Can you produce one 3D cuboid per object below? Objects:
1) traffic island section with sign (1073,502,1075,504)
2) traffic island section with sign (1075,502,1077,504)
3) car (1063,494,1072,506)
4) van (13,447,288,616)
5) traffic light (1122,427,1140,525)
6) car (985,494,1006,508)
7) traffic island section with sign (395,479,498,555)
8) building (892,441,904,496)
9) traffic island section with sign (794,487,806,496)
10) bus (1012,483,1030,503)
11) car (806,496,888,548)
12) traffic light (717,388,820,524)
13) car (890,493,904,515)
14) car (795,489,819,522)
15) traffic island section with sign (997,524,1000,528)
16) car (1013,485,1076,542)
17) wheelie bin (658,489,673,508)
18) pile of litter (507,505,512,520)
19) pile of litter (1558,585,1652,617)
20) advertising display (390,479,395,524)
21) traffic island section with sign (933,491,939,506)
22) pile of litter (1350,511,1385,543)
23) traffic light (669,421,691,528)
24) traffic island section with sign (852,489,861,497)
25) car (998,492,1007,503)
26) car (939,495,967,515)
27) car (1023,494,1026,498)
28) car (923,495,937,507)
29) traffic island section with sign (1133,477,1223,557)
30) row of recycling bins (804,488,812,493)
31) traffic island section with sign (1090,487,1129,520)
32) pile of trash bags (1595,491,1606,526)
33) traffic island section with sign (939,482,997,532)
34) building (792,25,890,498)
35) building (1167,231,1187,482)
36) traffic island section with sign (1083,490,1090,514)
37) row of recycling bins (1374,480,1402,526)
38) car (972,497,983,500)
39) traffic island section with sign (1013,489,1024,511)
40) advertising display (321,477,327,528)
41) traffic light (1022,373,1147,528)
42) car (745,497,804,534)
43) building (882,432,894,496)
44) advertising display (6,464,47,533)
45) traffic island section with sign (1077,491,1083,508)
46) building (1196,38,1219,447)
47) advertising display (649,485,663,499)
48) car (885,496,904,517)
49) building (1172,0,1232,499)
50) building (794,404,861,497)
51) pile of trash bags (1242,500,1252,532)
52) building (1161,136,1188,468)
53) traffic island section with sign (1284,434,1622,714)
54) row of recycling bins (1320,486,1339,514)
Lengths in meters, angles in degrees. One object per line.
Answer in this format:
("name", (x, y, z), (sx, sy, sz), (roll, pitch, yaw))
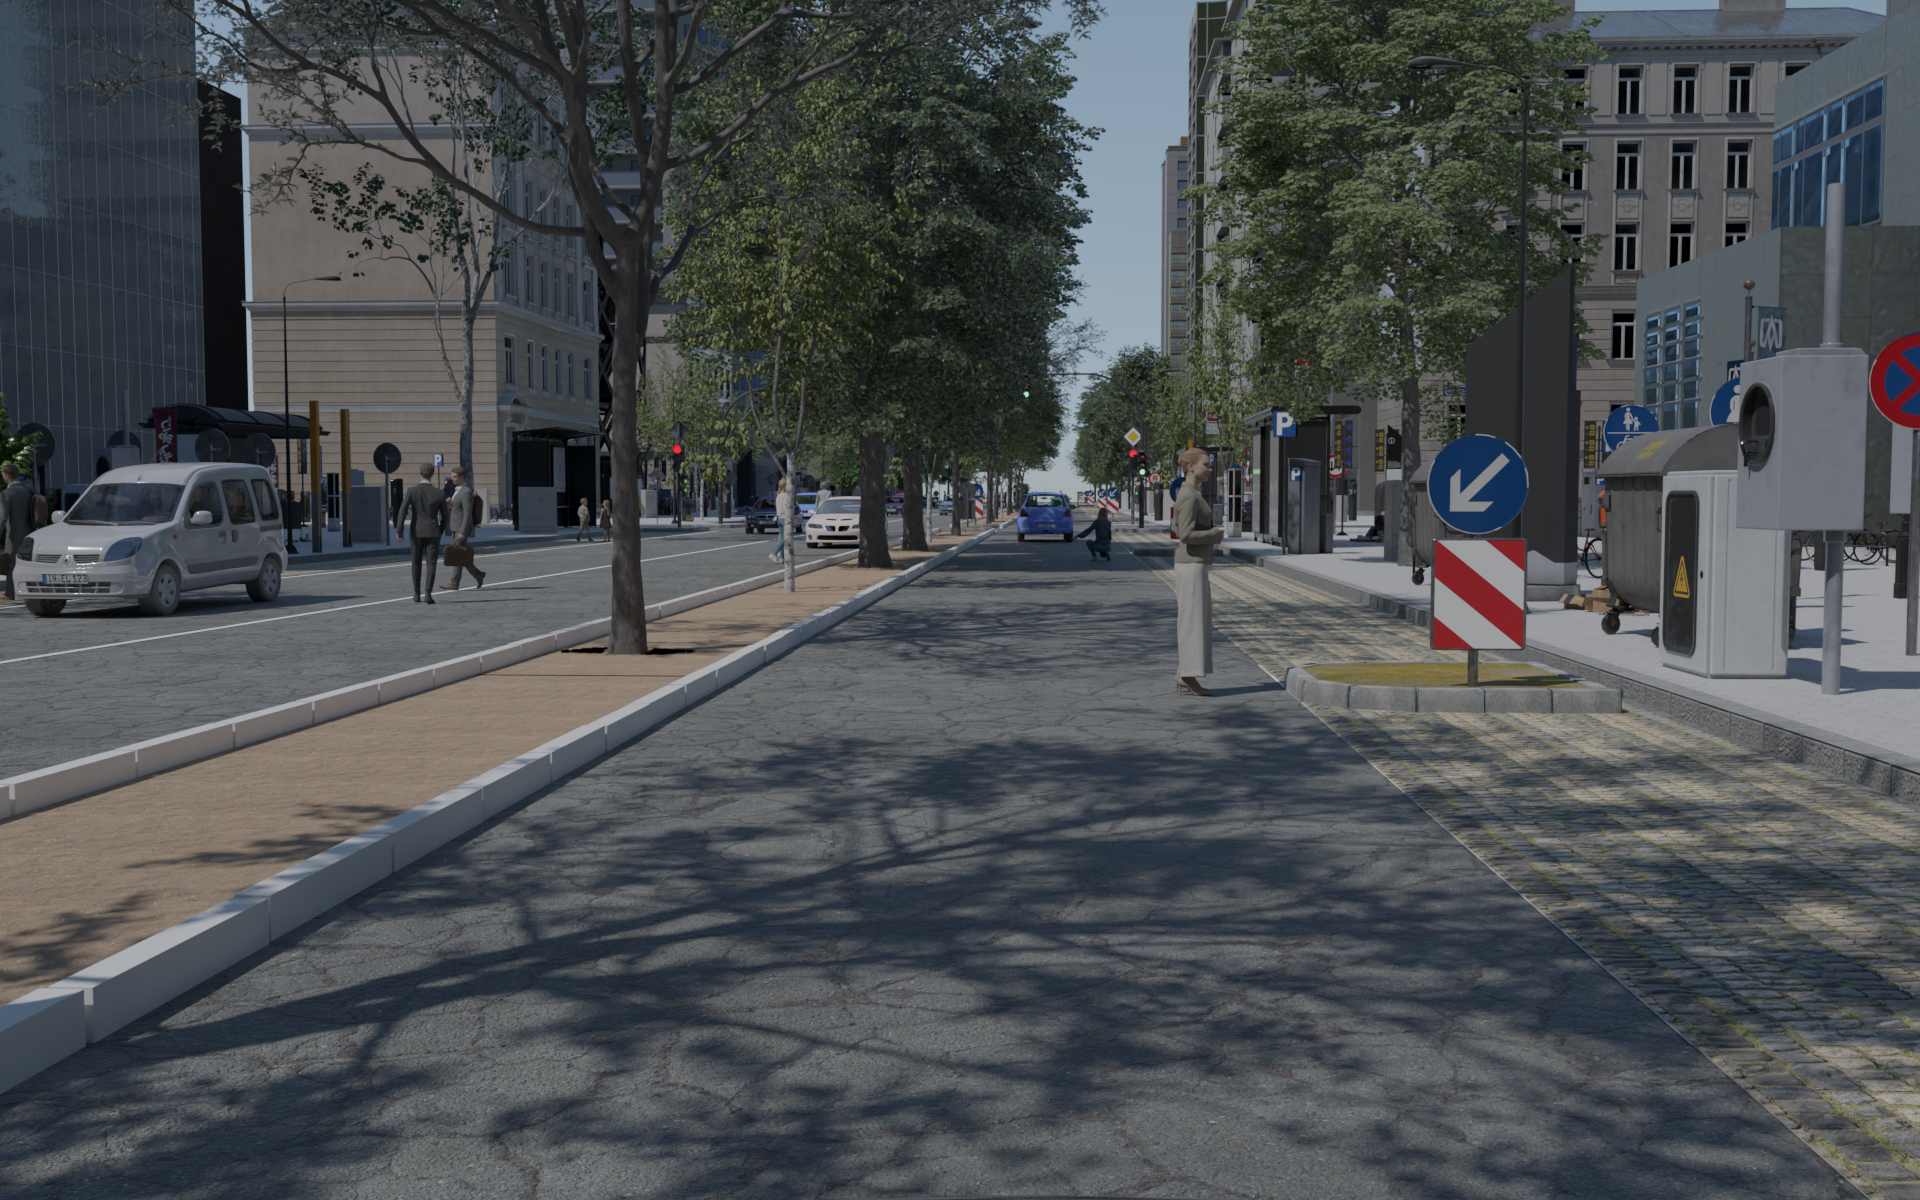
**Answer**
("traffic island section with sign", (17.769, -15.027, 254.321), (1.989, 1.847, 2.006), (0, 4, 3))
("traffic island section with sign", (14.496, -11.663, 199.319), (1.989, 1.847, 2.006), (0, 4, 3))
("car", (9.631, -9.429, 165.968), (2.131, 1.459, 4.920), (0, 4, 5))
("van", (-10.063, -0.900, 21.728), (2.013, 2.044, 4.112), (0, 4, 4))
("traffic light", (7.267, -5.139, 72.937), (0.839, 4.253, 0.868), (0, 4, 3))
("car", (3.608, -10.271, 176.974), (2.155, 1.783, 4.494), (0, 4, 1))
("traffic island section with sign", (-12.198, -2.008, 41.467), (1.989, 1.847, 2.006), (0, 4, 3))
("building", (-16.320, -37.788, 301.427), (14.154, 41.232, 14.086), (0, 4, 3))
("traffic island section with sign", (-8.936, -5.372, 96.456), (1.989, 1.847, 2.006), (0, 4, 3))
("bus", (10.489, -18.375, 295.288), (2.948, 3.499, 13.247), (0, 4, 4))
("car", (-3.044, -2.142, 47.389), (2.083, 1.381, 4.827), (0, 4, 4))
("traffic light", (-8.121, -6.067, 73.869), (4.771, 5.953, 1.251), (0, 4, 3))
("car", (-3.772, -6.707, 118.700), (2.155, 1.783, 4.494), (0, 4, 4))
("car", (-6.922, -4.278, 79.529), (1.945, 1.707, 3.694), (0, 4, 2))
("traffic island section with sign", (0.702, -3.973, 73.100), (2.006, 1.907, 1.989), (0, 4, 3))
("car", (2.578, -2.646, 52.852), (1.945, 1.707, 3.694), (0, 4, 1))
("wheelie bin", (-18.072, -6.016, 106.277), (0.980, 1.594, 0.693), (0, 4, -4))
("pile of litter", (-21.680, -4.369, 85.392), (1.176, 0.858, 1.719), (2, 4, 26))
("pile of litter", (7.195, -0.310, 19.038), (1.176, 0.858, 1.719), (2, 4, 29))
("advertising display", (-24.473, -4.287, 75.305), (0.123, 1.923, 0.974), (0, 4, 8))
("traffic island section with sign", (-2.713, -11.759, 200.887), (1.989, 1.847, 2.006), (0, 4, 3))
("pile of litter", (11.112, -1.967, 46.127), (1.176, 0.858, 1.719), (-1, 4, -17))
("traffic light", (-10.689, -4.714, 65.986), (0.839, 4.253, 0.868), (0, 4, 3))
("traffic island section with sign", (-7.335, -7.018, 123.364), (1.989, 1.847, 2.006), (0, 4, 3))
("car", (6.571, -16.827, 283.799), (2.281, 1.827, 5.304), (0, 4, 3))
("car", (-0.360, -6.452, 117.486), (2.014, 1.417, 4.499), (0, 4, 5))
("car", (10.966, -16.567, 282.875), (2.014, 1.417, 4.499), (0, 4, 1))
("car", (-3.391, -10.591, 185.736), (1.945, 1.354, 3.894), (0, 4, 3))
("traffic island section with sign", (5.049, -1.939, 40.330), (1.989, 1.847, 2.006), (0, 4, 3))
("row of recycling bins", (-11.442, -7.003, 121.606), (1.069, 1.692, 3.534), (-2, 4, -31))
("traffic island section with sign", (8.330, -5.327, 95.720), (1.989, 1.847, 2.006), (0, 4, 3))
("pile of trash bags", (15.201, -2.127, 44.527), (3.447, 1.369, 1.912), (1, 4, 12))
("traffic island section with sign", (0.252, -3.521, 65.707), (2.006, 1.907, 1.989), (0, 4, 3))
("building", (-21.571, -50.809, 268.984), (20.563, 71.187, 20.611), (0, 4, 3))
("building", (39.392, -35.861, 269.925), (14.154, 41.232, 14.086), (0, 4, 3))
("traffic island section with sign", (9.938, -6.985, 122.836), (1.989, 1.847, 2.006), (0, 4, 3))
("row of recycling bins", (12.591, -2.624, 50.009), (1.069, 1.692, 3.534), (0, 4, 5))
("car", (2.034, -12.822, 221.636), (2.014, 1.417, 4.499), (0, 4, 2))
("traffic island section with sign", (5.157, -8.561, 148.107), (2.006, 1.907, 1.989), (0, 4, 3))
("advertising display", (-24.253, -3.702, 65.747), (0.123, 1.923, 0.974), (1, 4, 19))
("traffic light", (4.699, -5.522, 64.948), (4.771, 5.953, 1.251), (0, 4, 3))
("car", (-6.789, -3.112, 63.453), (1.945, 1.354, 3.894), (0, 4, 3))
("building", (-18.561, -38.971, 287.293), (14.600, 45.320, 14.200), (0, 4, 3))
("advertising display", (-17.363, -1.635, 31.947), (0.974, 1.923, 0.123), (0, 4, 2))
("traffic island section with sign", (12.895, -10.016, 172.385), (1.989, 1.847, 2.006), (0, 4, 3))
("building", (42.188, -37.164, 196.867), (28.713, 52.752, 27.495), (0, 4, 3))
("advertising display", (-21.887, -7.301, 124.589), (0.974, 1.923, 0.123), (-1, 4, -14))
("car", (-4.089, -5.905, 109.123), (1.945, 1.354, 3.894), (0, 4, 5))
("building", (41.758, -49.741, 251.524), (20.563, 71.187, 20.611), (0, 4, 3))
("building", (-20.127, -29.379, 252.039), (14.160, 30.474, 14.107), (0, 4, 3))
("pile of trash bags", (10.652, -3.029, 59.270), (1.912, 1.369, 3.447), (2, 4, 28))
("building", (44.256, -45.795, 290.746), (21.231, 58.520, 28.212), (0, 4, 3))
("traffic island section with sign", (3.356, -0.219, 12.215), (1.989, 1.847, 2.006), (0, 4, 3))
("row of recycling bins", (18.058, -4.940, 87.877), (3.534, 1.692, 1.069), (-3, 5, -43))
